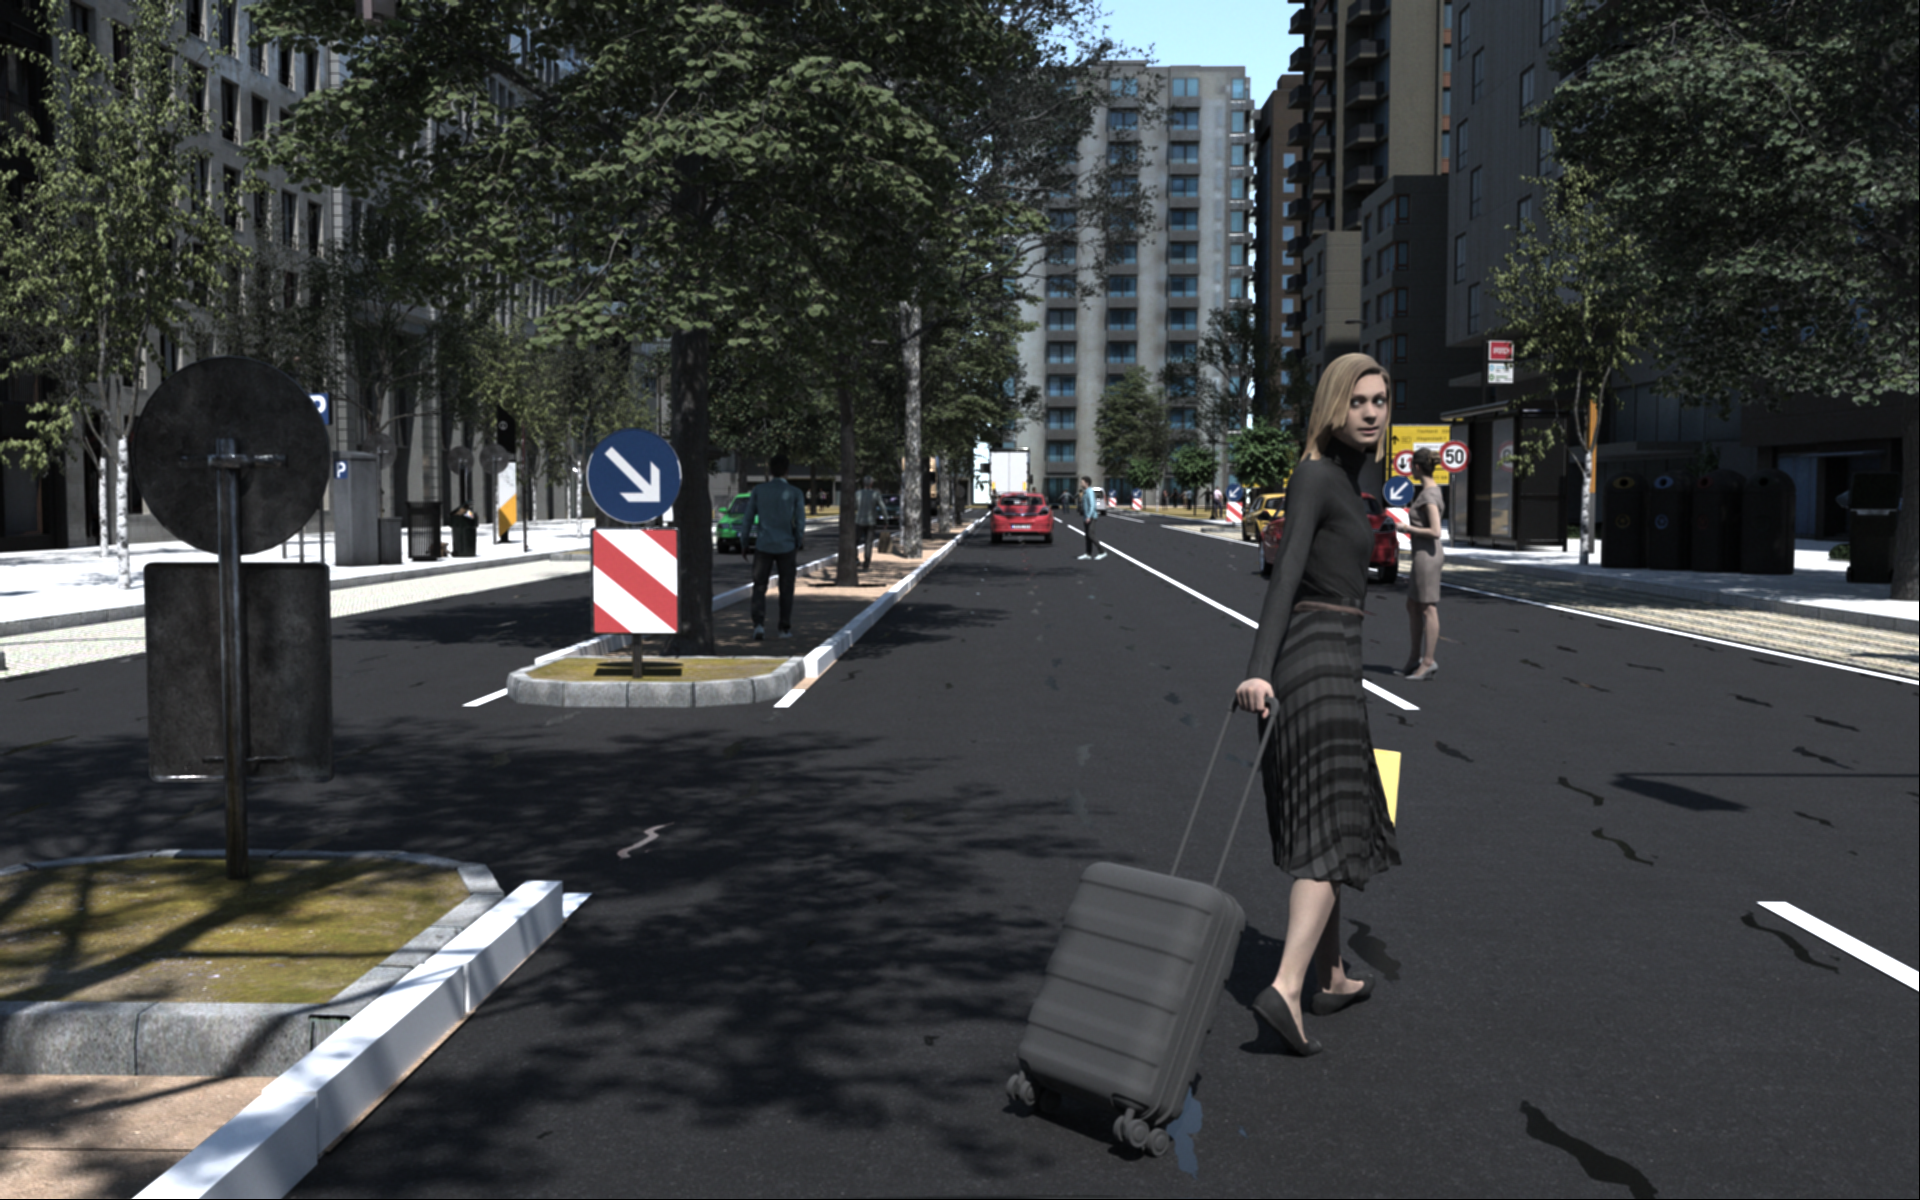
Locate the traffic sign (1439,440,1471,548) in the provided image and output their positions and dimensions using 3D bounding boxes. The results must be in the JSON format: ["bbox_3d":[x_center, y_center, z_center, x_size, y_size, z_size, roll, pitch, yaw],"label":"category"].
[{"bbox_3d":[11.720,-2.509,41.135,0.768,2.556,0.104,0,4,4],"label":"traffic sign"}]

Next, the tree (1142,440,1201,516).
[{"bbox_3d":[13.789,-7.239,102.075,4.285,4.588,4.351,0,3,0],"label":"tree"}]

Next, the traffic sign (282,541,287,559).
[{"bbox_3d":[-13.361,-2.084,34.180,0.768,2.556,0.104,0,4,8],"label":"traffic sign"}]

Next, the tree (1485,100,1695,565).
[{"bbox_3d":[11.424,-4.960,31.451,4.737,8.622,4.395,0,3,0],"label":"tree"}]

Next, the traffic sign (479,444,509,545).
[{"bbox_3d":[-11.776,-2.671,43.777,0.768,2.556,0.104,0,4,5],"label":"traffic sign"}]

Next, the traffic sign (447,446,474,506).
[{"bbox_3d":[-13.310,-2.816,46.146,0.768,2.556,0.104,1,4,10],"label":"traffic sign"}]

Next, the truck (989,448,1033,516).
[{"bbox_3d":[3.221,-7.449,110.707,2.839,4.237,11.283,0,4,3],"label":"truck"}]

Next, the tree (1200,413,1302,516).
[{"bbox_3d":[12.252,-5.320,70.700,4.285,4.588,4.351,0,3,0],"label":"tree"}]

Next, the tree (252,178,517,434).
[{"bbox_3d":[-17.052,-7.105,50.587,7.601,10.594,8.767,1,4,9],"label":"tree"}]

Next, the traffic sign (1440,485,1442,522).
[{"bbox_3d":[14.706,-3.241,52.998,0.884,2.594,0.081,0,4,5],"label":"traffic sign"}]

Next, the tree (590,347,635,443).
[{"bbox_3d":[-17.469,-7.689,76.082,4.737,8.622,4.395,0,3,0],"label":"tree"}]

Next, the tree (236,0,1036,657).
[{"bbox_3d":[-2.417,-5.775,14.998,7.486,12.596,7.792,0,3,0],"label":"tree"}]

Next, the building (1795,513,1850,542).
[{"bbox_3d":[30.337,-24.089,43.972,14.600,45.320,14.200,0,4,2],"label":"building"}]

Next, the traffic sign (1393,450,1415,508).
[{"bbox_3d":[12.821,-3.040,49.810,0.768,2.556,0.104,0,4,5],"label":"traffic sign"}]

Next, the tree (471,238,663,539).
[{"bbox_3d":[-10.767,-6.054,49.338,4.360,8.622,3.978,0,3,0],"label":"tree"}]

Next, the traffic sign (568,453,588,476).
[{"bbox_3d":[-12.234,-3.421,55.669,0.795,2.593,0.064,0,4,7],"label":"traffic sign"}]

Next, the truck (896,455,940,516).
[{"bbox_3d":[-2.676,-7.781,116.125,2.839,4.237,11.283,0,3,0],"label":"truck"}]

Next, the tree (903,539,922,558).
[{"bbox_3d":[-2.237,-11.036,38.785,12.611,20.169,13.585,0,3,0],"label":"tree"}]

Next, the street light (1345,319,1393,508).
[{"bbox_3d":[10.916,-4.500,46.118,1.470,5.913,1.316,0,4,2],"label":"street light"}]

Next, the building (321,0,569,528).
[{"bbox_3d":[-25.611,-18.042,72.480,11.434,29.767,29.804,0,4,2],"label":"building"}]

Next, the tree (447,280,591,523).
[{"bbox_3d":[-15.426,-6.656,59.193,4.737,8.622,4.395,0,3,0],"label":"tree"}]

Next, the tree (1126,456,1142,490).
[{"bbox_3d":[14.625,-9.366,136.844,4.285,4.588,4.351,0,3,0],"label":"tree"}]

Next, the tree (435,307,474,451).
[{"bbox_3d":[-17.317,-6.976,64.417,4.360,8.622,3.978,0,3,0],"label":"tree"}]

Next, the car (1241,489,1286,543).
[{"bbox_3d":[9.470,-2.535,51.666,2.015,1.641,3.980,0,4,1],"label":"car"}]

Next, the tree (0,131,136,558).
[{"bbox_3d":[-17.455,-5.152,34.601,4.360,8.622,3.978,0,3,0],"label":"tree"}]

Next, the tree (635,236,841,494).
[{"bbox_3d":[-9.620,-9.752,76.452,9.611,12.733,9.660,0,3,0],"label":"tree"}]

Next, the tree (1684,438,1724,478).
[{"bbox_3d":[25.278,-3.899,58.351,1.663,3.219,1.824,0,3,0],"label":"tree"}]

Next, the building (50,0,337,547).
[{"bbox_3d":[-26.342,-11.911,49.490,10.420,20.320,16.860,0,4,2],"label":"building"}]

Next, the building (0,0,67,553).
[{"bbox_3d":[-27.178,-12.370,31.933,12.332,23.373,15.834,0,4,2],"label":"building"}]

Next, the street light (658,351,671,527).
[{"bbox_3d":[-8.961,-5.035,54.868,1.470,5.913,1.316,0,4,2],"label":"street light"}]

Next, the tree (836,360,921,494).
[{"bbox_3d":[-6.992,-15.039,152.542,9.857,13.997,8.962,0,3,0],"label":"tree"}]

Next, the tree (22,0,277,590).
[{"bbox_3d":[-11.338,-4.459,23.273,4.737,8.622,4.395,0,3,0],"label":"tree"}]

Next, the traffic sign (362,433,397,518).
[{"bbox_3d":[-12.055,-2.192,35.953,0.768,2.556,0.104,0,4,6],"label":"traffic sign"}]

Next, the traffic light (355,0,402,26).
[{"bbox_3d":[-6.603,-2.342,12.960,4.771,5.953,1.251,0,4,2],"label":"traffic light"}]

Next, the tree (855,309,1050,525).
[{"bbox_3d":[-0.028,-8.745,79.858,8.767,10.594,7.601,0,4,2],"label":"tree"}]

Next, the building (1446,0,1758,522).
[{"bbox_3d":[37.350,-29.548,72.351,28.713,52.752,27.495,0,4,2],"label":"building"}]

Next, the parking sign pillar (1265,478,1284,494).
[{"bbox_3d":[13.451,-5.239,74.136,1.447,3.967,1.447,0,4,-6],"label":"parking sign pillar"}]

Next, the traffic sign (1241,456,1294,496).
[{"bbox_3d":[13.396,-4.988,75.427,2.265,3.308,0.079,0,4,2],"label":"traffic sign"}]

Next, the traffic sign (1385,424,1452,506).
[{"bbox_3d":[13.526,-3.464,50.513,2.265,3.308,0.079,0,4,3],"label":"traffic sign"}]

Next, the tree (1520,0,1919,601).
[{"bbox_3d":[11.513,-6.966,20.547,9.857,13.997,8.962,0,3,0],"label":"tree"}]

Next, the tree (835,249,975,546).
[{"bbox_3d":[-1.597,-5.803,47.692,4.360,8.622,3.978,0,3,0],"label":"tree"}]

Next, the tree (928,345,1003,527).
[{"bbox_3d":[-0.238,-7.391,73.664,4.737,8.622,4.395,0,3,0],"label":"tree"}]

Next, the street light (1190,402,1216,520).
[{"bbox_3d":[12.201,-7.008,87.127,1.470,5.913,1.316,0,4,2],"label":"street light"}]

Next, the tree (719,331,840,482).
[{"bbox_3d":[-9.844,-9.284,86.198,7.601,10.594,8.767,0,4,-8],"label":"tree"}]

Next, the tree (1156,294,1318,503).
[{"bbox_3d":[13.613,-8.923,80.306,8.767,10.594,7.601,-1,4,-20],"label":"tree"}]

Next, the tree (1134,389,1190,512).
[{"bbox_3d":[14.124,-10.522,122.391,4.360,8.622,3.978,0,3,0],"label":"tree"}]

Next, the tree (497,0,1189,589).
[{"bbox_3d":[-1.708,-6.930,26.129,12.009,13.543,11.850,0,3,0],"label":"tree"}]

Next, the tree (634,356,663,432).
[{"bbox_3d":[-16.763,-8.284,85.807,4.737,8.622,4.395,0,3,0],"label":"tree"}]

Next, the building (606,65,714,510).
[{"bbox_3d":[-32.000,-33.669,139.734,27.495,52.752,28.713,0,4,2],"label":"building"}]

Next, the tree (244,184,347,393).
[{"bbox_3d":[-17.040,-5.594,41.825,4.360,8.622,3.978,0,3,0],"label":"tree"}]
